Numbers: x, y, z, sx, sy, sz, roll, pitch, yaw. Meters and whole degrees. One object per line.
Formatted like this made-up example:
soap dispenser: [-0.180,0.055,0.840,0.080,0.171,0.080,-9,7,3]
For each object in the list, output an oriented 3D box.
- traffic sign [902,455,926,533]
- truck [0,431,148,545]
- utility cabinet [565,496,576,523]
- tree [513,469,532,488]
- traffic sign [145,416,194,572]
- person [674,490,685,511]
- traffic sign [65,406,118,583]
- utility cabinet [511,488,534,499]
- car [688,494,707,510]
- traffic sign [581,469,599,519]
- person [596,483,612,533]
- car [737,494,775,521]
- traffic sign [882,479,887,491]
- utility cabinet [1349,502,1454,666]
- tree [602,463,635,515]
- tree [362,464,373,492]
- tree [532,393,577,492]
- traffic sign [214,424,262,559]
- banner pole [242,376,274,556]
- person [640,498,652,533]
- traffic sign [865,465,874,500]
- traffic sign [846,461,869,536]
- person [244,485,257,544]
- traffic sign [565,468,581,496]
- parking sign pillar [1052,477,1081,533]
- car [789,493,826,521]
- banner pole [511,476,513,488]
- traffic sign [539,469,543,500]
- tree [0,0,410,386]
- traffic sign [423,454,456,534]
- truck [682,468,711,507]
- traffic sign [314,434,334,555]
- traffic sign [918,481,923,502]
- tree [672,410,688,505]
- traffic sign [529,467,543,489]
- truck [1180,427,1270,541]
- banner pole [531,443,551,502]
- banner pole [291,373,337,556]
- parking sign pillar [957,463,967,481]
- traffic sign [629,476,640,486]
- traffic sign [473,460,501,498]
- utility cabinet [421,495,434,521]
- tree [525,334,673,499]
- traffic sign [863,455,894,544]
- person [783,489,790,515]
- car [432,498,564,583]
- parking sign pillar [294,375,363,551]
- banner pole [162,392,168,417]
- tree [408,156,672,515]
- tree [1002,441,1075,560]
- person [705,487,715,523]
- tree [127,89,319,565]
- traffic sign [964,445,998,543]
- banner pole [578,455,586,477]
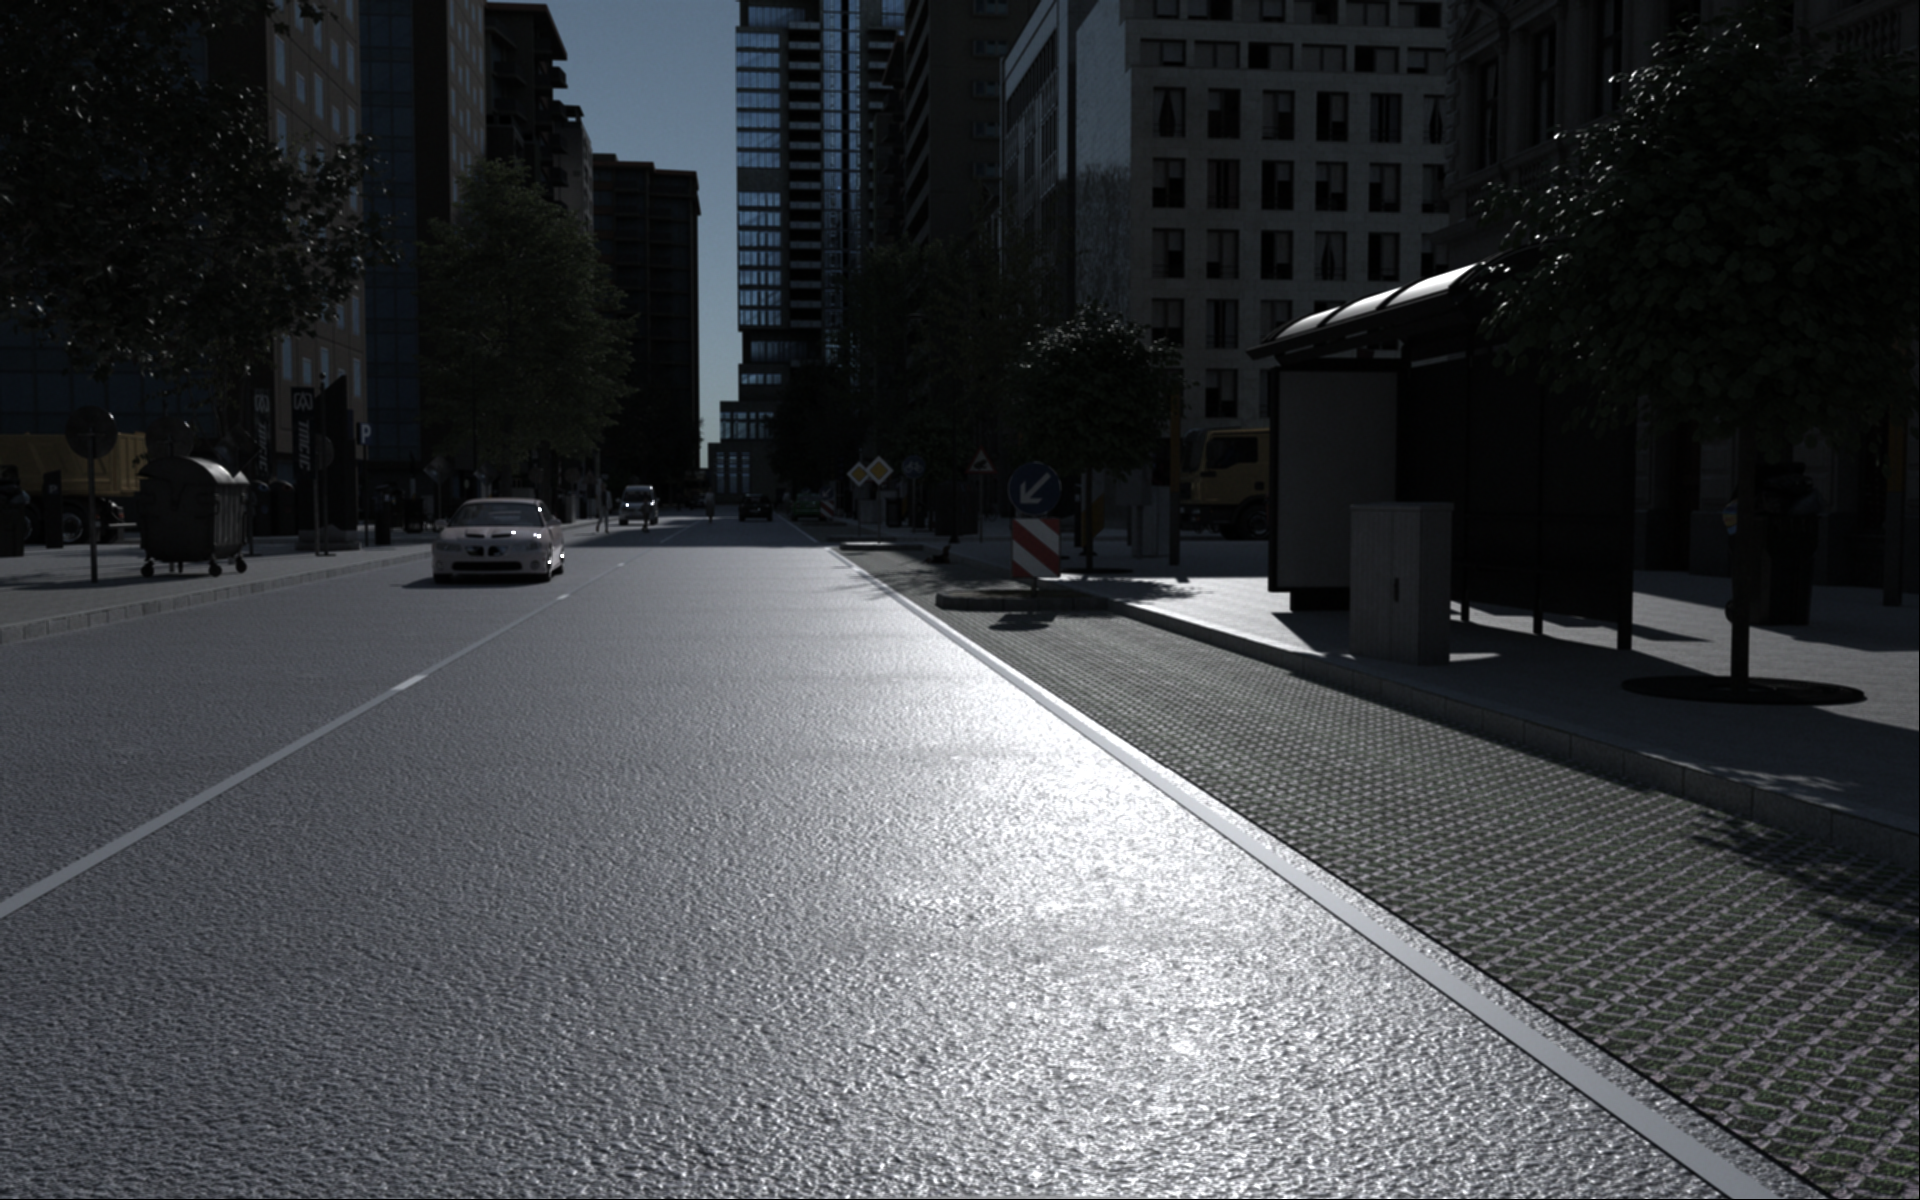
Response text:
traffic sign: [-1.510,-3.461,56.698,0.768,2.556,0.104,0,4,-4]
truck: [-26.923,-3.042,45.668,9.791,3.379,3.469,0,4,-8]
utility cabinet: [-17.084,-3.963,75.961,0.306,1.237,1.020,0,4,-2]
tree: [-29.327,-7.342,114.646,1.663,3.219,1.824,0,3,0]
traffic sign: [-12.961,-1.731,28.410,0.768,2.556,0.104,0,4,-5]
person: [-23.815,-8.429,147.030,1.217,1.736,0.721,2,4,35]
traffic sign: [-12.516,-1.521,24.967,0.768,2.556,0.104,0,4,3]
utility cabinet: [-15.462,-3.185,60.746,1.173,1.500,0.318,2,4,28]
car: [-23.813,-9.082,158.278,2.009,1.686,4.222,0,4,-7]
traffic sign: [-19.197,-5.496,89.867,0.884,2.594,0.081,0,4,-4]
person: [-13.051,-3.362,63.345,0.514,1.842,0.818,-3,4,-36]
car: [-10.843,-5.030,92.026,2.009,1.686,4.222,0,4,-5]
traffic sign: [-4.066,-5.648,92.449,0.768,2.556,0.104,0,4,1]
utility cabinet: [3.391,-0.137,13.401,0.306,1.237,1.020,-1,4,-18]
tree: [-21.878,-6.990,108.894,1.663,3.219,1.824,0,3,0]
tree: [-32.084,-5.989,92.514,1.663,3.219,1.824,0,3,0]
tree: [-28.189,-10.378,120.050,4.737,8.622,4.395,0,3,0]
traffic sign: [-11.863,-1.669,28.480,0.795,2.450,0.064,0,4,0]
banner pole: [-14.609,-2.814,36.027,0.401,3.779,0.863,1,4,23]
person: [-11.704,-3.173,64.643,0.475,1.303,0.640,-3,5,-45]
traffic sign: [-4.161,-4.721,77.184,0.884,2.594,0.081,0,4,-5]
traffic sign: [-3.071,-3.003,52.742,0.795,2.450,0.064,0,4,-7]
person: [-19.102,-2.304,46.359,0.537,1.800,0.526,-1,4,-11]
traffic sign: [-18.756,-5.123,83.872,0.768,2.556,0.104,0,4,-5]
parking sign pillar: [3.755,-4.268,58.254,1.447,3.967,1.447,2,4,34]
car: [-8.032,-5.076,91.792,1.959,1.807,4.718,0,4,-8]
banner pole: [-22.398,-5.883,86.205,0.401,3.779,0.863,-2,4,-35]
traffic sign: [-20.733,-5.225,85.533,0.768,2.556,0.104,0,4,-2]
tree: [-11.319,-6.197,18.328,9.611,12.733,9.660,0,3,0]
traffic sign: [-13.064,-2.438,43.497,0.795,2.450,0.064,0,4,-7]
truck: [-28.699,-12.258,189.337,2.839,4.237,11.283,0,4,-5]
traffic sign: [-13.591,-2.229,36.543,0.768,2.556,0.104,0,4,-1]
traffic sign: [-1.716,-4.732,77.469,0.768,2.556,0.104,0,4,-5]
tree: [-16.471,-9.316,70.442,7.486,12.596,7.792,0,3,0]
traffic sign: [-20.154,-5.037,82.467,0.768,2.556,0.104,0,4,-2]
truck: [10.494,-3.354,50.758,9.791,3.379,3.469,0,4,-6]
banner pole: [-20.651,-5.795,84.762,0.863,3.779,0.401,2,4,27]
banner pole: [-13.366,-2.798,35.762,0.863,3.779,0.401,-2,4,-34]
parking sign pillar: [-0.268,-6.280,91.143,1.447,3.967,1.447,2,4,30]
traffic sign: [-22.538,-7.323,119.832,0.768,2.556,0.104,0,4,-5]
traffic sign: [-14.036,-2.922,51.423,0.795,2.450,0.064,0,4,-7]
utility cabinet: [-24.997,-4.289,81.283,0.306,1.237,1.020,0,4,0]
tree: [-21.049,-10.113,99.755,8.767,10.594,7.601,-3,5,-39]
traffic sign: [-2.099,-2.518,44.816,0.795,2.450,0.064,0,4,-7]
person: [-12.019,-6.834,120.461,0.478,1.798,0.641,2,4,26]
car: [-7.838,-1.057,29.651,2.083,1.381,4.827,-1,4,-9]
parking sign pillar: [-14.485,-3.126,39.585,1.447,3.967,1.447,1,4,18]
banner pole: [-19.307,-3.190,42.178,0.401,3.779,0.863,-2,4,-32]
tree: [-15.125,-8.604,58.798,7.486,12.596,7.792,0,3,0]
tree: [1.547,-2.428,34.298,1.663,3.219,1.824,0,3,0]
person: [-12.437,-4.736,86.167,0.478,1.798,0.641,0,4,3]
tree: [-13.457,-4.962,31.483,4.360,8.622,3.978,0,3,0]
traffic sign: [0.551,-2.779,45.436,0.884,2.594,0.081,0,4,-4]
banner pole: [-23.943,-7.312,109.561,0.401,3.779,0.863,2,4,29]
